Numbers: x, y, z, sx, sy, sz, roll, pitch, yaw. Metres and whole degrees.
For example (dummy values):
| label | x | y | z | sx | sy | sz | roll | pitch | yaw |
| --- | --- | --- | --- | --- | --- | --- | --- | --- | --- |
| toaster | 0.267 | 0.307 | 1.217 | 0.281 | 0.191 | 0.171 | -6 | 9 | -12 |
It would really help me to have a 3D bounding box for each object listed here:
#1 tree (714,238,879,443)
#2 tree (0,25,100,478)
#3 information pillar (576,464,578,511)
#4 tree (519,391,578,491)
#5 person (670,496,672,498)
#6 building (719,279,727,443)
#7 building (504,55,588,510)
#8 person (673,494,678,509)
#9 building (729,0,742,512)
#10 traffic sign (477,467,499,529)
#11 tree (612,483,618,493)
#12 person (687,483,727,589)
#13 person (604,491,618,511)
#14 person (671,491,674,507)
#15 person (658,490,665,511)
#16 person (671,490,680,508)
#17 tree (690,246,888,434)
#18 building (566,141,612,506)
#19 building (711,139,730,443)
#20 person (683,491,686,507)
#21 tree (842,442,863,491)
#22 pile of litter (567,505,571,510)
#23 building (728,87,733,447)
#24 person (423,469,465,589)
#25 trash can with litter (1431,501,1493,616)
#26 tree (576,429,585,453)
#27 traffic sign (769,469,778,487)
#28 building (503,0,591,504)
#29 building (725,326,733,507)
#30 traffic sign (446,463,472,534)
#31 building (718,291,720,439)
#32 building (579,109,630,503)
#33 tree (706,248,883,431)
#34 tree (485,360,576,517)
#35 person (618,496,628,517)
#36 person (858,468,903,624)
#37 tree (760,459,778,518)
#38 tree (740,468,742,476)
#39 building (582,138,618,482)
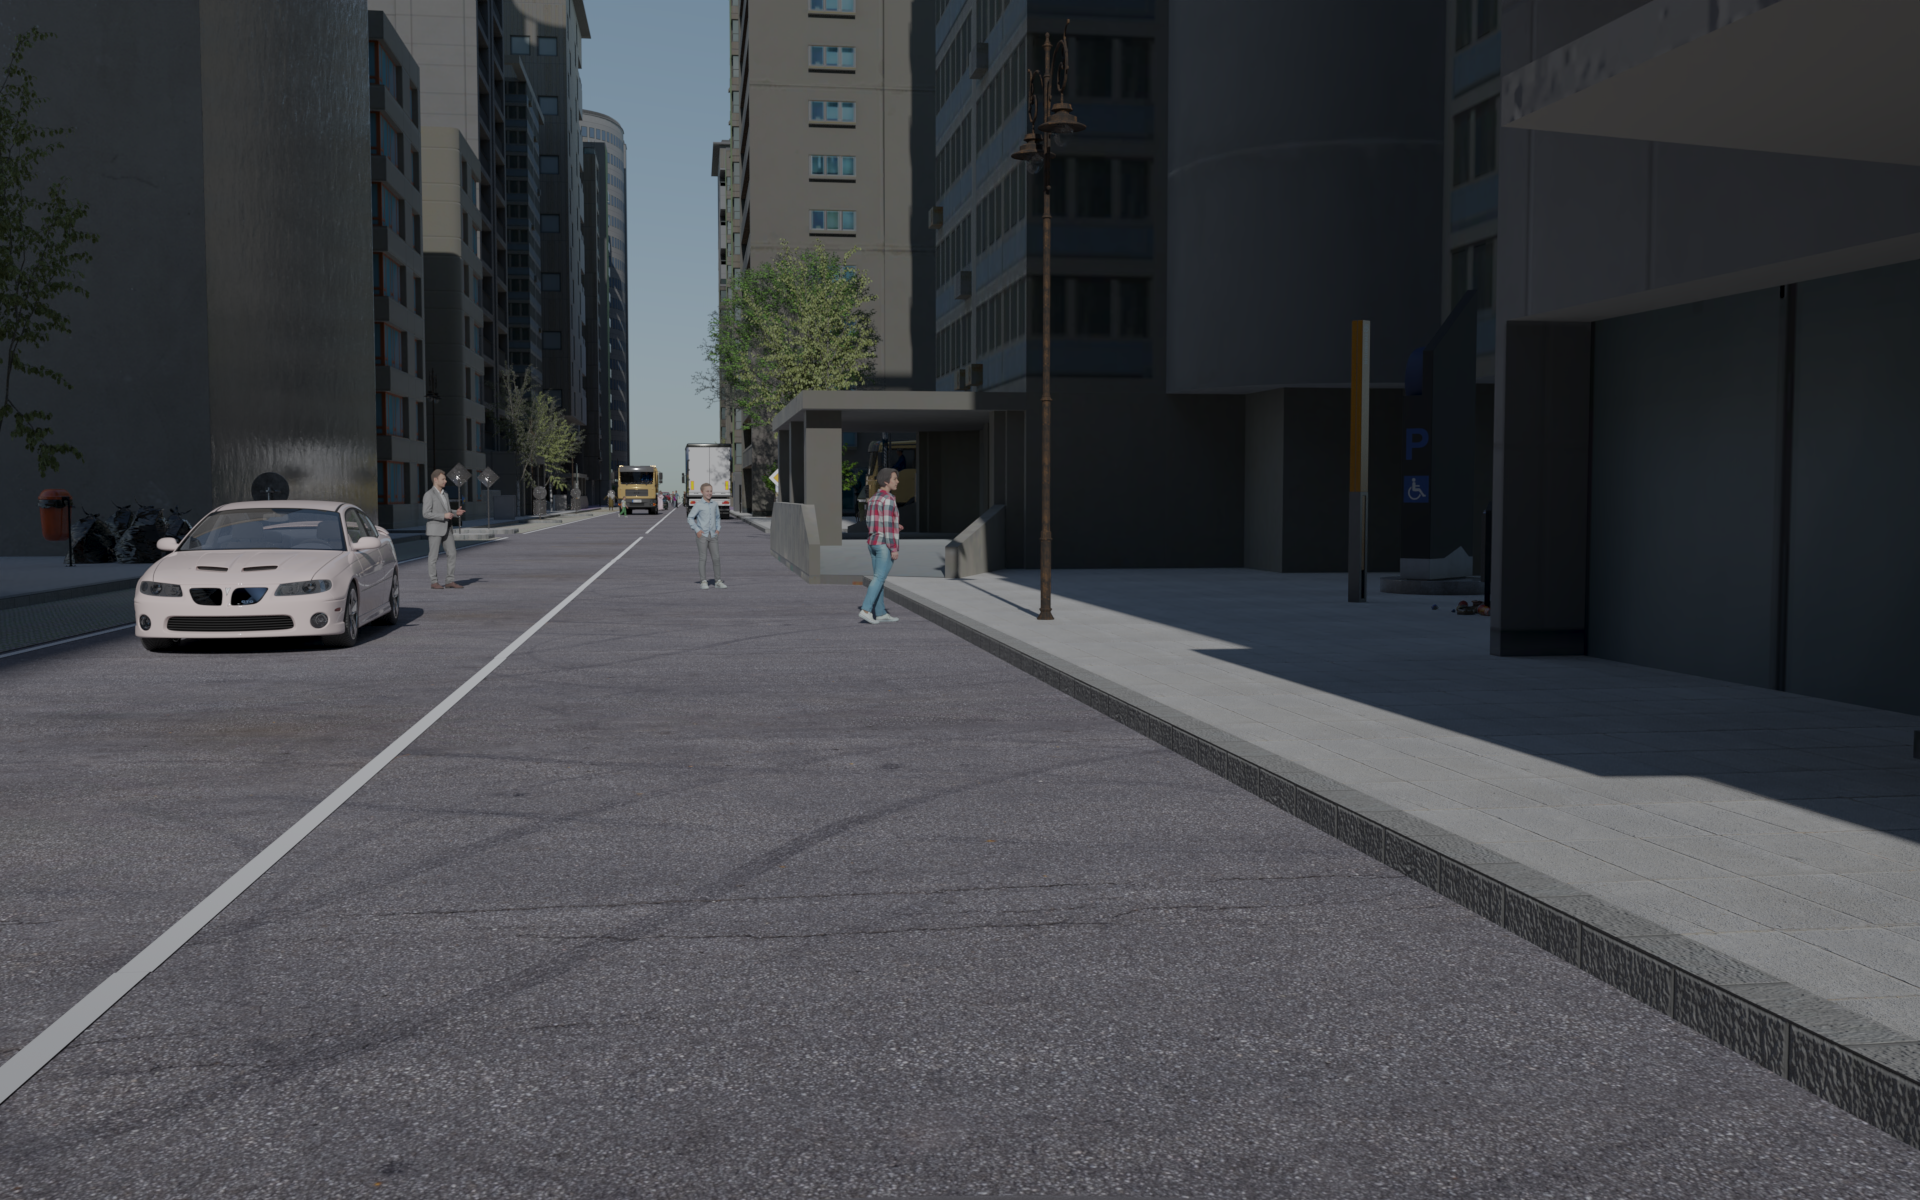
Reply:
| label | x | y | z | sx | sy | sz | roll | pitch | yaw |
| --- | --- | --- | --- | --- | --- | --- | --- | --- | --- |
| tree | -4.088 | -6.035 | 49.040 | 4.737 | 8.622 | 4.395 | 0 | 3 | 0 |
| tree | -14.447 | -4.573 | 25.130 | 4.737 | 8.622 | 4.395 | 0 | 3 | 0 |
| information pillar | -29.544 | -8.694 | 133.503 | 0.183 | 3.616 | 0.504 | -1 | 4 | -10 |
| tree | -29.381 | -10.516 | 122.294 | 4.737 | 8.622 | 4.395 | 0 | 3 | 0 |
| person | -46.389 | -16.415 | 280.137 | 1.065 | 1.426 | 0.557 | -1 | 4 | -12 |
| building | -25.242 | -28.227 | 233.211 | 14.160 | 30.474 | 14.107 | -1 | 4 | -9 |
| building | -48.497 | -27.787 | 146.194 | 32.217 | 40.220 | 23.993 | -1 | 4 | -9 |
| person | -28.126 | -9.745 | 171.052 | 0.599 | 1.433 | 0.991 | -3 | 4 | -36 |
| building | -10.505 | -27.473 | 132.786 | 14.154 | 41.232 | 14.086 | -1 | 4 | -9 |
| traffic sign | -17.236 | -3.649 | 63.309 | 0.795 | 2.450 | 0.064 | -1 | 4 | -9 |
| tree | -43.071 | -13.366 | 213.136 | 1.663 | 3.219 | 1.824 | 0 | 3 | 0 |
| person | -3.824 | -0.971 | 26.189 | 0.589 | 1.601 | 0.330 | -2 | 4 | -31 |
| person | -30.096 | -8.572 | 149.383 | 1.217 | 1.736 | 0.721 | 0 | 4 | -6 |
| person | -32.168 | -11.371 | 194.950 | 0.750 | 1.759 | 0.617 | 2 | 4 | 32 |
| person | -25.800 | -8.565 | 149.209 | 0.621 | 1.740 | 0.551 | 1 | 4 | 22 |
| person | -29.621 | -10.532 | 180.682 | 1.348 | 1.826 | 0.705 | 3 | 5 | 41 |
| tree | -8.475 | -10.744 | 86.040 | 12.009 | 13.543 | 11.850 | 0 | 3 | 0 |
| building | -46.840 | -31.257 | 194.639 | 14.154 | 41.232 | 14.086 | -1 | 4 | -9 |
| building | -21.693 | -40.675 | 254.275 | 28.713 | 52.752 | 27.495 | -1 | 4 | -9 |
| person | -30.401 | -11.181 | 191.830 | 0.721 | 1.766 | 1.217 | 0 | 4 | 2 |
| tree | -4.036 | -3.646 | 54.217 | 1.663 | 3.219 | 1.824 | 0 | 3 | 0 |
| pile of litter | -31.468 | -7.533 | 137.127 | 1.719 | 0.858 | 1.176 | -1 | 4 | -16 |
| building | -9.864 | -30.846 | 158.959 | 22.147 | 44.769 | 28.867 | -1 | 4 | -9 |
| person | -7.774 | -1.065 | 26.119 | 0.583 | 1.804 | 0.606 | 1 | 4 | 14 |
| trash can with litter | 6.013 | -0.478 | 18.866 | 1.678 | 1.210 | 2.233 | 2 | 4 | 30 |
| tree | -30.096 | -10.867 | 128.040 | 4.360 | 8.622 | 3.978 | 0 | 3 | 0 |
| traffic sign | -6.763 | -3.747 | 64.901 | 0.795 | 2.450 | 0.064 | -1 | 4 | -9 |
| building | -51.684 | -35.655 | 172.198 | 28.713 | 52.752 | 27.495 | -1 | 4 | -9 |
| building | -11.367 | -21.013 | 188.608 | 27.650 | 21.520 | 28.899 | -1 | 4 | -9 |
| traffic sign | -16.016 | -3.167 | 55.417 | 0.795 | 2.450 | 0.064 | -1 | 4 | -9 |
| building | -28.058 | -40.554 | 282.671 | 23.786 | 49.044 | 30.456 | -1 | 4 | -9 |
| building | -61.319 | -44.027 | 261.839 | 21.231 | 58.520 | 28.212 | -1 | 4 | -9 |
| tree | -6.897 | -8.969 | 72.394 | 9.928 | 11.665 | 9.643 | 0 | 3 | 0 |
| tree | -24.364 | -8.926 | 96.307 | 4.360 | 8.622 | 3.978 | 0 | 3 | 0 |
| person | -20.715 | -5.734 | 106.491 | 0.590 | 1.304 | 0.306 | 0 | 4 | 1 |
| person | -0.893 | -0.610 | 19.307 | 0.643 | 1.720 | 0.563 | -2 | 4 | -24 |
| tree | -9.990 | -6.119 | 94.653 | 1.663 | 3.219 | 1.824 | 0 | 3 | 0 |
| tree | -14.041 | -8.515 | 122.927 | 4.285 | 4.588 | 4.351 | 0 | 3 | 0 |
| building | -58.568 | -37.477 | 232.363 | 23.786 | 49.044 | 30.456 | -1 | 4 | -9 |
